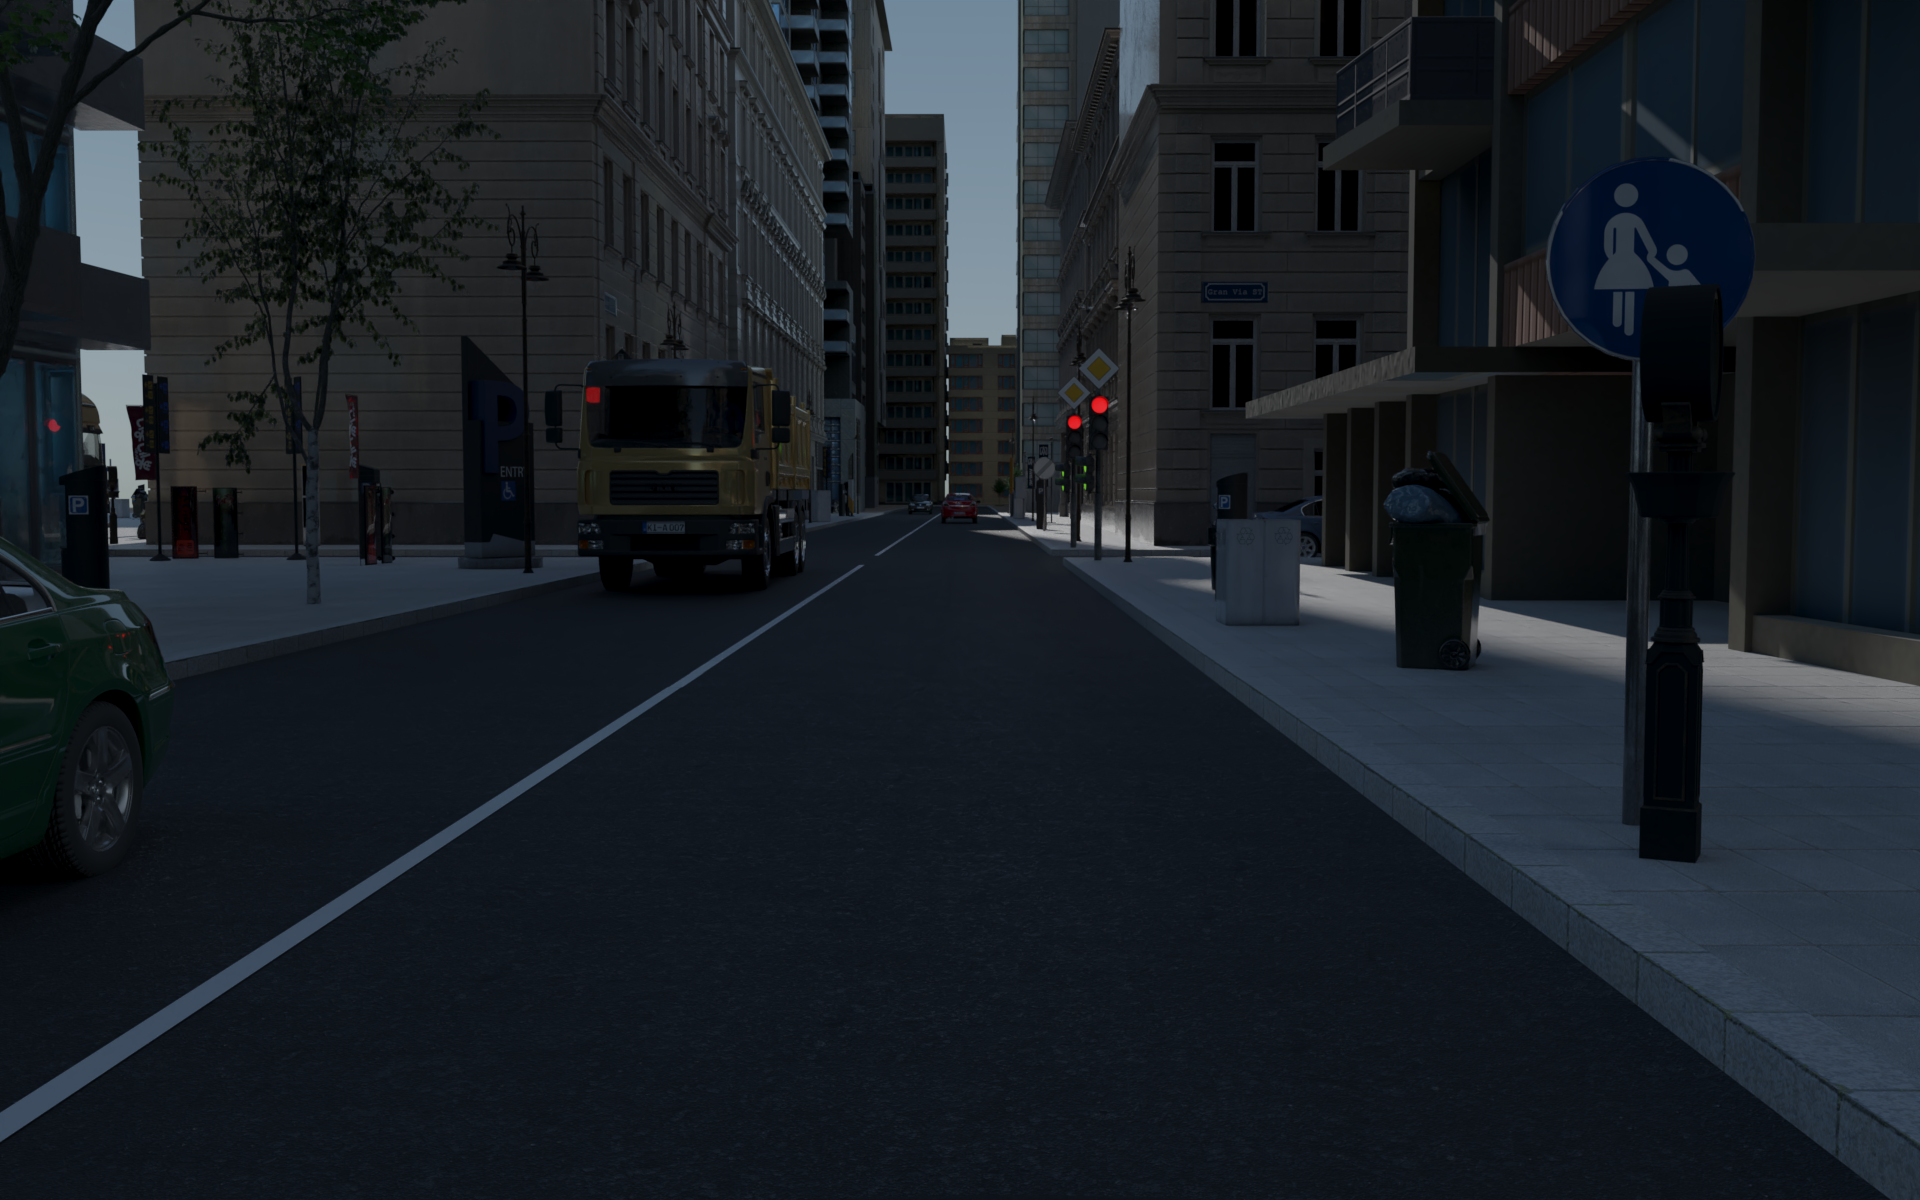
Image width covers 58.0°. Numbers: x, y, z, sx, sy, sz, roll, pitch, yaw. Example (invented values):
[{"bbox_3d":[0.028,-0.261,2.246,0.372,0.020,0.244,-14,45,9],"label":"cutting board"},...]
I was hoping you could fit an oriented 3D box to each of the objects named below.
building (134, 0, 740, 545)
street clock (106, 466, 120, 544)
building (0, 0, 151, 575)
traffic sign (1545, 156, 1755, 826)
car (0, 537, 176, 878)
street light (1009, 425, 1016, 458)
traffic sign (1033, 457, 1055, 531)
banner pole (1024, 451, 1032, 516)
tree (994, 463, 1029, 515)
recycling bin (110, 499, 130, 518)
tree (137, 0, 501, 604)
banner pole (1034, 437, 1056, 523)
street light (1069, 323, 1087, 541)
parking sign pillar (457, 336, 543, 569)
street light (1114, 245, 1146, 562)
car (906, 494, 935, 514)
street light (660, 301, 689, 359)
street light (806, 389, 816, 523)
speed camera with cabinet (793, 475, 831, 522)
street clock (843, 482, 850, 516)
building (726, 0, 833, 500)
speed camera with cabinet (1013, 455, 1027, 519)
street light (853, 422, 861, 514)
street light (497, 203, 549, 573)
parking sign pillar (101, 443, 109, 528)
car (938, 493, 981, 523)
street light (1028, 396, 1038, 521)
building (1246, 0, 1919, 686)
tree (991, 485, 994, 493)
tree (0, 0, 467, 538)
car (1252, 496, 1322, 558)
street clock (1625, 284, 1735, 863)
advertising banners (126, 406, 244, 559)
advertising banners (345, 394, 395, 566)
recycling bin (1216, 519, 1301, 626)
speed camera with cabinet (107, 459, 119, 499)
[{"bbox_3d":[-14.661,-15.758,54.912,12.463,27.353,25.104,0,4,0],"label":"building"},{"bbox_3d":[-21.749,-2.440,44.462,0.358,2.002,0.471,-2,4,-32],"label":"street clock"},{"bbox_3d":[-26.968,-24.316,17.184,30.456,49.044,23.786,0,4,0],"label":"building"},{"bbox_3d":[2.618,-0.401,6.659,0.768,2.556,0.104,0,4,5],"label":"traffic sign"},{"bbox_3d":[-4.101,0.406,5.165,2.131,1.459,4.920,0,4,-1],"label":"car"},{"bbox_3d":[3.534,-8.772,116.203,0.468,5.910,1.993,0,4,0],"label":"street light"},{"bbox_3d":[2.920,-3.657,59.900,0.768,2.556,0.104,0,4,4],"label":"traffic sign"},{"bbox_3d":[4.020,-6.812,101.387,0.863,3.779,0.401,1,4,19],"label":"banner pole"},{"bbox_3d":[3.544,-7.312,114.145,1.663,3.219,1.824,0,3,0],"label":"tree"},{"bbox_3d":[-45.026,-4.910,92.825,0.722,1.027,0.722,0,4,7],"label":"recycling bin"},{"bbox_3d":[-7.557,-4.276,20.268,4.360,8.622,3.978,0,3,0],"label":"tree"},{"bbox_3d":[3.839,-5.292,76.537,0.863,3.779,0.401,2,4,28],"label":"banner pole"},{"bbox_3d":[3.216,-4.531,46.862,0.468,5.910,1.993,0,4,0],"label":"street light"},{"bbox_3d":[-8.010,-2.545,30.091,1.447,3.967,1.447,2,4,30],"label":"parking sign pillar"},{"bbox_3d":[3.163,-3.649,32.446,0.468,5.910,1.993,0,4,0],"label":"street light"},{"bbox_3d":[-2.811,-6.958,123.547,2.009,1.686,4.222,0,4,-1],"label":"car"},{"bbox_3d":[-6.851,-4.215,41.703,0.468,5.910,1.993,0,4,0],"label":"street light"},{"bbox_3d":[-6.631,-6.339,76.426,0.468,5.910,1.993,0,4,0],"label":"street light"},{"bbox_3d":[-6.781,-5.205,79.443,0.660,3.252,2.038,2,4,35],"label":"speed camera with cabinet"},{"bbox_3d":[-6.508,-5.852,100.247,0.471,2.002,0.358,-2,4,-34],"label":"street clock"},{"bbox_3d":[-16.622,-19.186,90.108,17.030,29.872,44.131,0,4,0],"label":"building"},{"bbox_3d":[3.047,-5.794,89.060,0.660,3.252,2.038,0,4,-2],"label":"speed camera with cabinet"},{"bbox_3d":[-6.571,-8.470,111.280,0.468,5.910,1.993,0,4,0],"label":"street light"},{"bbox_3d":[-6.999,-3.371,27.901,0.468,5.910,1.993,0,4,0],"label":"street light"},{"bbox_3d":[-33.104,-4.754,66.200,1.447,3.967,1.447,3,5,45],"label":"parking sign pillar"},{"bbox_3d":[-0.038,-4.709,86.040,2.155,1.783,4.494,0,4,0],"label":"car"},{"bbox_3d":[3.442,-6.651,81.532,0.468,5.910,1.993,0,4,0],"label":"street light"},{"bbox_3d":[16.001,-22.163,16.993,22.147,44.769,28.867,0,4,0],"label":"building"},{"bbox_3d":[4.601,-12.203,194.119,1.663,3.219,1.824,0,3,0],"label":"tree"},{"bbox_3d":[-7.702,-5.376,13.651,9.928,11.665,9.643,0,3,0],"label":"tree"},{"bbox_3d":[8.475,-1.540,37.182,4.499,1.417,2.014,0,4,0],"label":"car"},{"bbox_3d":[2.516,-0.092,6.076,0.358,2.002,0.471,2,4,28],"label":"street clock"},{"bbox_3d":[-15.329,-2.329,34.266,2.074,3.025,0.090,-1,4,-16],"label":"advertising banners"},{"bbox_3d":[-10.665,-2.148,31.311,0.090,3.025,2.074,0,4,3],"label":"advertising banners"},{"bbox_3d":[2.953,-0.283,17.187,0.722,1.027,0.722,0,4,0],"label":"recycling bin"},{"bbox_3d":[-48.176,-6.267,96.801,2.038,3.252,0.660,-2,4,-34],"label":"speed camera with cabinet"}]
